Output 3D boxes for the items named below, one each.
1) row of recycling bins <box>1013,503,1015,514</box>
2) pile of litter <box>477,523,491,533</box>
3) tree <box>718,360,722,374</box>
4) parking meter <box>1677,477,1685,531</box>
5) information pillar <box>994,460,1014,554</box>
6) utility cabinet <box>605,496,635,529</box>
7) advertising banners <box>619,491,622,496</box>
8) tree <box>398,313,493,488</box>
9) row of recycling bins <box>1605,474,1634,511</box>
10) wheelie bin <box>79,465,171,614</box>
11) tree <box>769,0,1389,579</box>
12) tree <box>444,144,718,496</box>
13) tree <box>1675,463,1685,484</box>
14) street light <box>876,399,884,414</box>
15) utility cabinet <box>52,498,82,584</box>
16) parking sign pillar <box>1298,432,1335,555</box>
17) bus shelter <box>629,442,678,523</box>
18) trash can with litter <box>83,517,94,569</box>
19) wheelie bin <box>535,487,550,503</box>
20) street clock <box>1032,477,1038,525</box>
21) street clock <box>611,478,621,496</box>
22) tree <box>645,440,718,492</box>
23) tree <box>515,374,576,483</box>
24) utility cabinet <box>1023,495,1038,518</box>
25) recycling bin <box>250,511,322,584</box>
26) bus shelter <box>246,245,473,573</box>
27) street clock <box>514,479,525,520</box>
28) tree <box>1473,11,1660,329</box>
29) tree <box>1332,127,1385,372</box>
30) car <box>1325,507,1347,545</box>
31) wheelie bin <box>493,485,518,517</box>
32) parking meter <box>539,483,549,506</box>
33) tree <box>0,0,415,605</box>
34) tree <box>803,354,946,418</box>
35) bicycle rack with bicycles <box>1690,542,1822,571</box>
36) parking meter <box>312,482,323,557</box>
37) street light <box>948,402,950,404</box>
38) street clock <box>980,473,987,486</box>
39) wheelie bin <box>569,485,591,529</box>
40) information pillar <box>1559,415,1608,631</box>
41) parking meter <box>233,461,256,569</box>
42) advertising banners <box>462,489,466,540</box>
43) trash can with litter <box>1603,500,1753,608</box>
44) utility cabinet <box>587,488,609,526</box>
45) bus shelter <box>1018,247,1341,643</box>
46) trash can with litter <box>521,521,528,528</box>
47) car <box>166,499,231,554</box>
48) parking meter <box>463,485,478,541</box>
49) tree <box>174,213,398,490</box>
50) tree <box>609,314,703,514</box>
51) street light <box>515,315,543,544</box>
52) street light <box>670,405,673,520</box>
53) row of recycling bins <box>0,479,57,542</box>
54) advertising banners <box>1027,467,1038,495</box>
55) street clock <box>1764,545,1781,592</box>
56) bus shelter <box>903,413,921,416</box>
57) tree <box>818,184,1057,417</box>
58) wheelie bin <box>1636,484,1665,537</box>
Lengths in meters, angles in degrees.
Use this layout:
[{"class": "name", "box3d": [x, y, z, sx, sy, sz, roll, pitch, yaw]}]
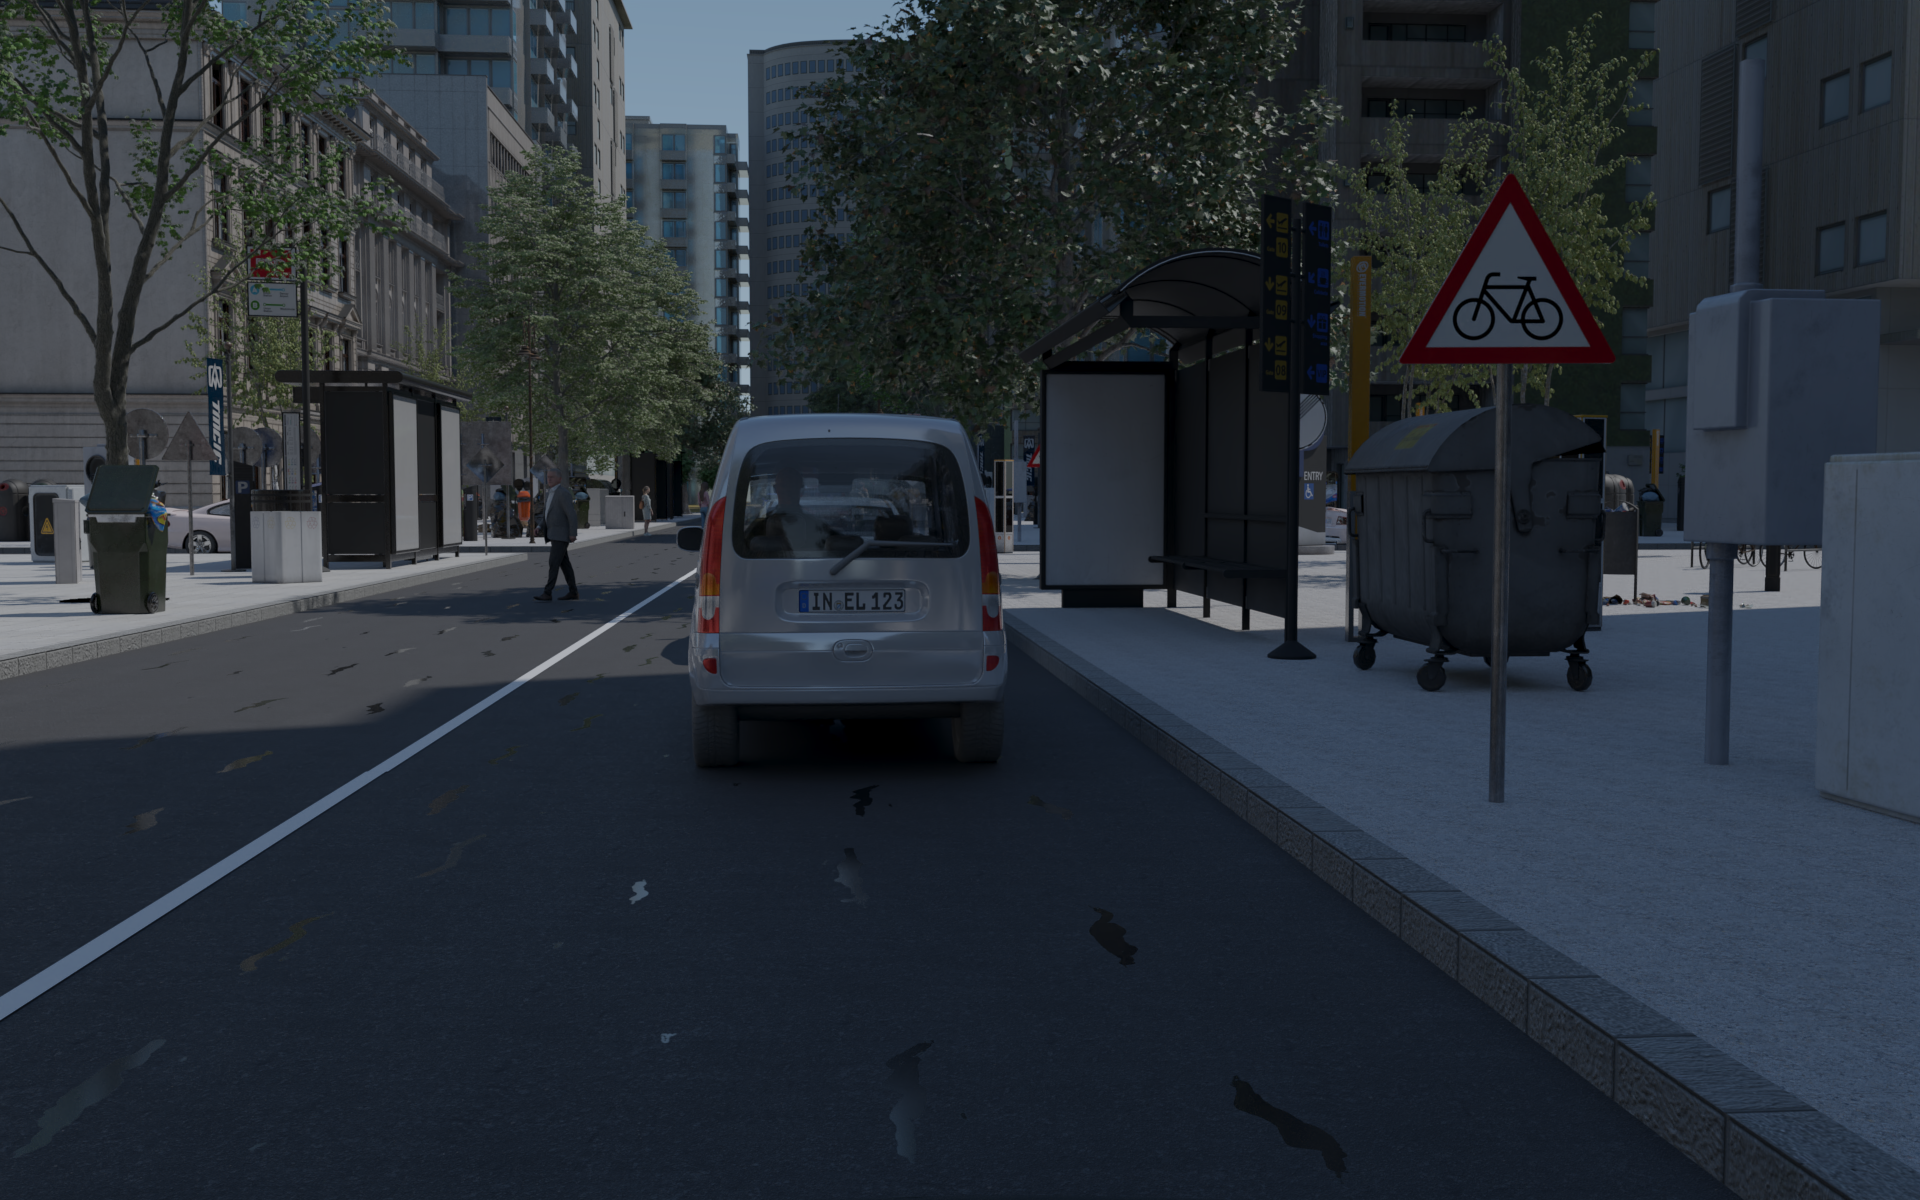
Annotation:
[{"class": "row of recycling bins", "box3d": [2.319, -6.330, 110.604, 1.069, 1.692, 3.534, -2, 4, -34]}, {"class": "pile of litter", "box3d": [-15.743, -2.698, 58.075, 1.176, 0.858, 1.719, 2, 4, 24]}, {"class": "tree", "box3d": [-13.512, -9.414, 72.039, 7.486, 12.596, 7.792, 0, 3, 0]}, {"class": "parking meter", "box3d": [25.072, -3.328, 60.124, 0.255, 1.863, 0.399, 1, 4, 9]}, {"class": "information pillar", "box3d": [0.945, -2.010, 37.353, 0.304, 2.012, 0.304, 3, 5, 40]}, {"class": "utility cabinet", "box3d": [-12.440, -3.191, 63.328, 1.020, 1.237, 0.306, 0, 4, -3]}, {"class": "advertising banners", "box3d": [-18.116, -5.924, 93.051, 0.090, 3.025, 2.074, -2, 4, -29]}, {"class": "tree", "box3d": [-21.360, -7.397, 71.301, 4.737, 8.622, 4.395, 0, 3, 0]}, {"class": "row of recycling bins", "box3d": [13.084, -1.726, 35.338, 1.069, 1.692, 3.534, 2, 4, 27]}, {"class": "wheelie bin", "box3d": [-8.981, -0.659, 18.684, 0.980, 1.594, 0.693, 0, 4, -2]}, {"class": "tree", "box3d": [1.531, -6.660, 25.896, 9.611, 12.733, 9.660, 0, 3, 0]}, {"class": "tree", "box3d": [-13.522, -8.504, 57.163, 7.486, 12.596, 7.792, 0, 3, 0]}, {"class": "tree", "box3d": [26.094, -4.043, 60.706, 1.663, 3.219, 1.824, 0, 3, 0]}, {"class": "street light", "box3d": [-3.612, -6.401, 77.440, 0.468, 5.910, 1.993, 0, 4, -5]}, {"class": "utility cabinet", "box3d": [-12.952, -0.856, 25.164, 0.306, 1.237, 1.020, -1, 4, -23]}, {"class": "parking sign pillar", "box3d": [7.299, -2.971, 37.045, 1.447, 3.967, 1.447, -3, 5, -44]}, {"class": "bus shelter", "box3d": [-14.486, -5.499, 81.199, 1.731, 3.624, 6.357, 0, 4, -5]}, {"class": "trash can with litter", "box3d": [-14.383, -1.112, 29.571, 1.055, 1.170, 0.624, 1, 4, 9]}, {"class": "wheelie bin", "box3d": [-21.717, -5.022, 90.011, 0.693, 1.594, 0.980, -1, 4, -22]}, {"class": "street clock", "box3d": [3.170, -4.151, 72.443, 0.358, 2.002, 0.471, -1, 4, -12]}, {"class": "street clock", "box3d": [-15.858, -4.609, 79.931, 0.471, 2.002, 0.358, -1, 4, -11]}, {"class": "tree", "box3d": [-16.968, -7.138, 100.420, 4.285, 4.588, 4.351, 0, 3, 0]}, {"class": "tree", "box3d": [-23.712, -9.189, 100.597, 4.360, 8.622, 3.978, 0, 3, 0]}, {"class": "utility cabinet", "box3d": [3.849, -5.085, 94.302, 0.306, 1.237, 1.020, 3, 4, 38]}, {"class": "recycling bin", "box3d": [-9.780, -0.770, 25.150, 0.722, 1.027, 0.722, 2, 4, 35]}, {"class": "bus shelter", "box3d": [-10.634, -3.251, 30.792, 2.179, 5.291, 8.768, 0, 4, -5]}, {"class": "street clock", "box3d": [-20.845, -4.732, 81.940, 0.471, 2.002, 0.358, 0, 4, 7]}, {"class": "tree", "box3d": [8.997, -4.706, 27.307, 4.737, 8.622, 4.395, 0, 3, 0]}, {"class": "tree", "box3d": [8.903, -5.059, 33.085, 4.737, 8.622, 4.395, 0, 3, 0]}, {"class": "car", "box3d": [11.153, -1.790, 41.629, 4.827, 1.381, 2.083, 0, 4, -4]}, {"class": "wheelie bin", "box3d": [-14.722, -2.952, 56.168, 0.693, 1.594, 0.980, 1, 4, 15]}, {"class": "parking meter", "box3d": [-18.774, -4.437, 78.257, 0.255, 1.863, 0.399, 3, 4, 37]}, {"class": "tree", "box3d": [-9.900, -5.773, 20.139, 9.928, 11.665, 9.643, 0, 3, 0]}, {"class": "tree", "box3d": [-4.591, -11.619, 96.627, 9.857, 13.997, 8.962, 0, 3, 0]}, {"class": "bicycle rack with bicycles", "box3d": [13.775, -1.012, 29.936, 2.925, 0.926, 2.852, -2, 4, -30]}, {"class": "parking meter", "box3d": [-13.123, -1.650, 35.389, 0.372, 1.533, 0.369, 0, 3, 0]}, {"class": "street light", "box3d": [-0.212, -3.879, 36.212, 0.468, 5.910, 1.993, 0, 4, -5]}, {"class": "street clock", "box3d": [0.693, -3.385, 59.921, 0.358, 2.002, 0.471, -3, 5, -41]}, {"class": "wheelie bin", "box3d": [-14.035, -3.414, 63.728, 0.980, 1.594, 0.693, 2, 4, 35]}, {"class": "information pillar", "box3d": [5.829, -0.719, 16.256, 0.304, 2.012, 0.304, -1, 4, -22]}, {"class": "parking meter", "box3d": [-12.321, -1.471, 29.759, 0.399, 1.863, 0.255, -2, 4, -31]}, {"class": "advertising banners", "box3d": [-13.715, -3.118, 47.168, 0.090, 3.025, 2.074, 0, 4, -5]}, {"class": "trash can with litter", "box3d": [7.899, -0.543, 19.944, 2.233, 1.210, 1.678, 3, 4, 38]}, {"class": "utility cabinet", "box3d": [-15.124, -3.848, 71.592, 1.173, 1.500, 0.318, -2, 4, -29]}, {"class": "bus shelter", "box3d": [1.895, -1.411, 17.002, 2.014, 3.302, 5.546, 0, 4, -5]}, {"class": "trash can with litter", "box3d": [-16.600, -3.273, 64.906, 1.055, 1.170, 0.624, 1, 4, 13]}, {"class": "car", "box3d": [-15.360, -1.620, 38.853, 4.827, 1.381, 2.083, 0, 4, -4]}, {"class": "parking meter", "box3d": [-13.340, -2.370, 47.165, 0.372, 1.533, 0.369, 0, 3, 0]}, {"class": "tree", "box3d": [-18.085, -5.810, 45.357, 4.737, 8.622, 4.395, 0, 3, 0]}, {"class": "tree", "box3d": [-17.691, -11.835, 110.512, 9.611, 12.733, 9.660, 0, 3, 0]}, {"class": "street light", "box3d": [-11.097, -4.402, 44.760, 0.468, 5.910, 1.993, 0, 4, -5]}, {"class": "street light", "box3d": [-14.547, -6.991, 87.090, 0.468, 5.910, 1.993, 0, 4, -5]}, {"class": "row of recycling bins", "box3d": [-26.107, -2.435, 46.926, 3.534, 1.692, 1.069, 0, 4, 3]}, {"class": "advertising banners", "box3d": [4.238, -6.552, 103.317, 2.074, 3.025, 0.090, -3, 4, -37]}, {"class": "street clock", "box3d": [10.730, -1.116, 22.815, 0.358, 2.002, 0.471, 2, 4, 26]}, {"class": "bus shelter", "box3d": [-2.801, -6.482, 83.611, 2.179, 5.291, 8.768, 0, 4, -5]}, {"class": "tree", "box3d": [-0.384, -7.904, 54.991, 9.928, 11.665, 9.643, 0, 3, 0]}, {"class": "wheelie bin", "box3d": [20.840, -2.715, 52.295, 0.693, 1.594, 0.980, 0, 4, -1]}]
